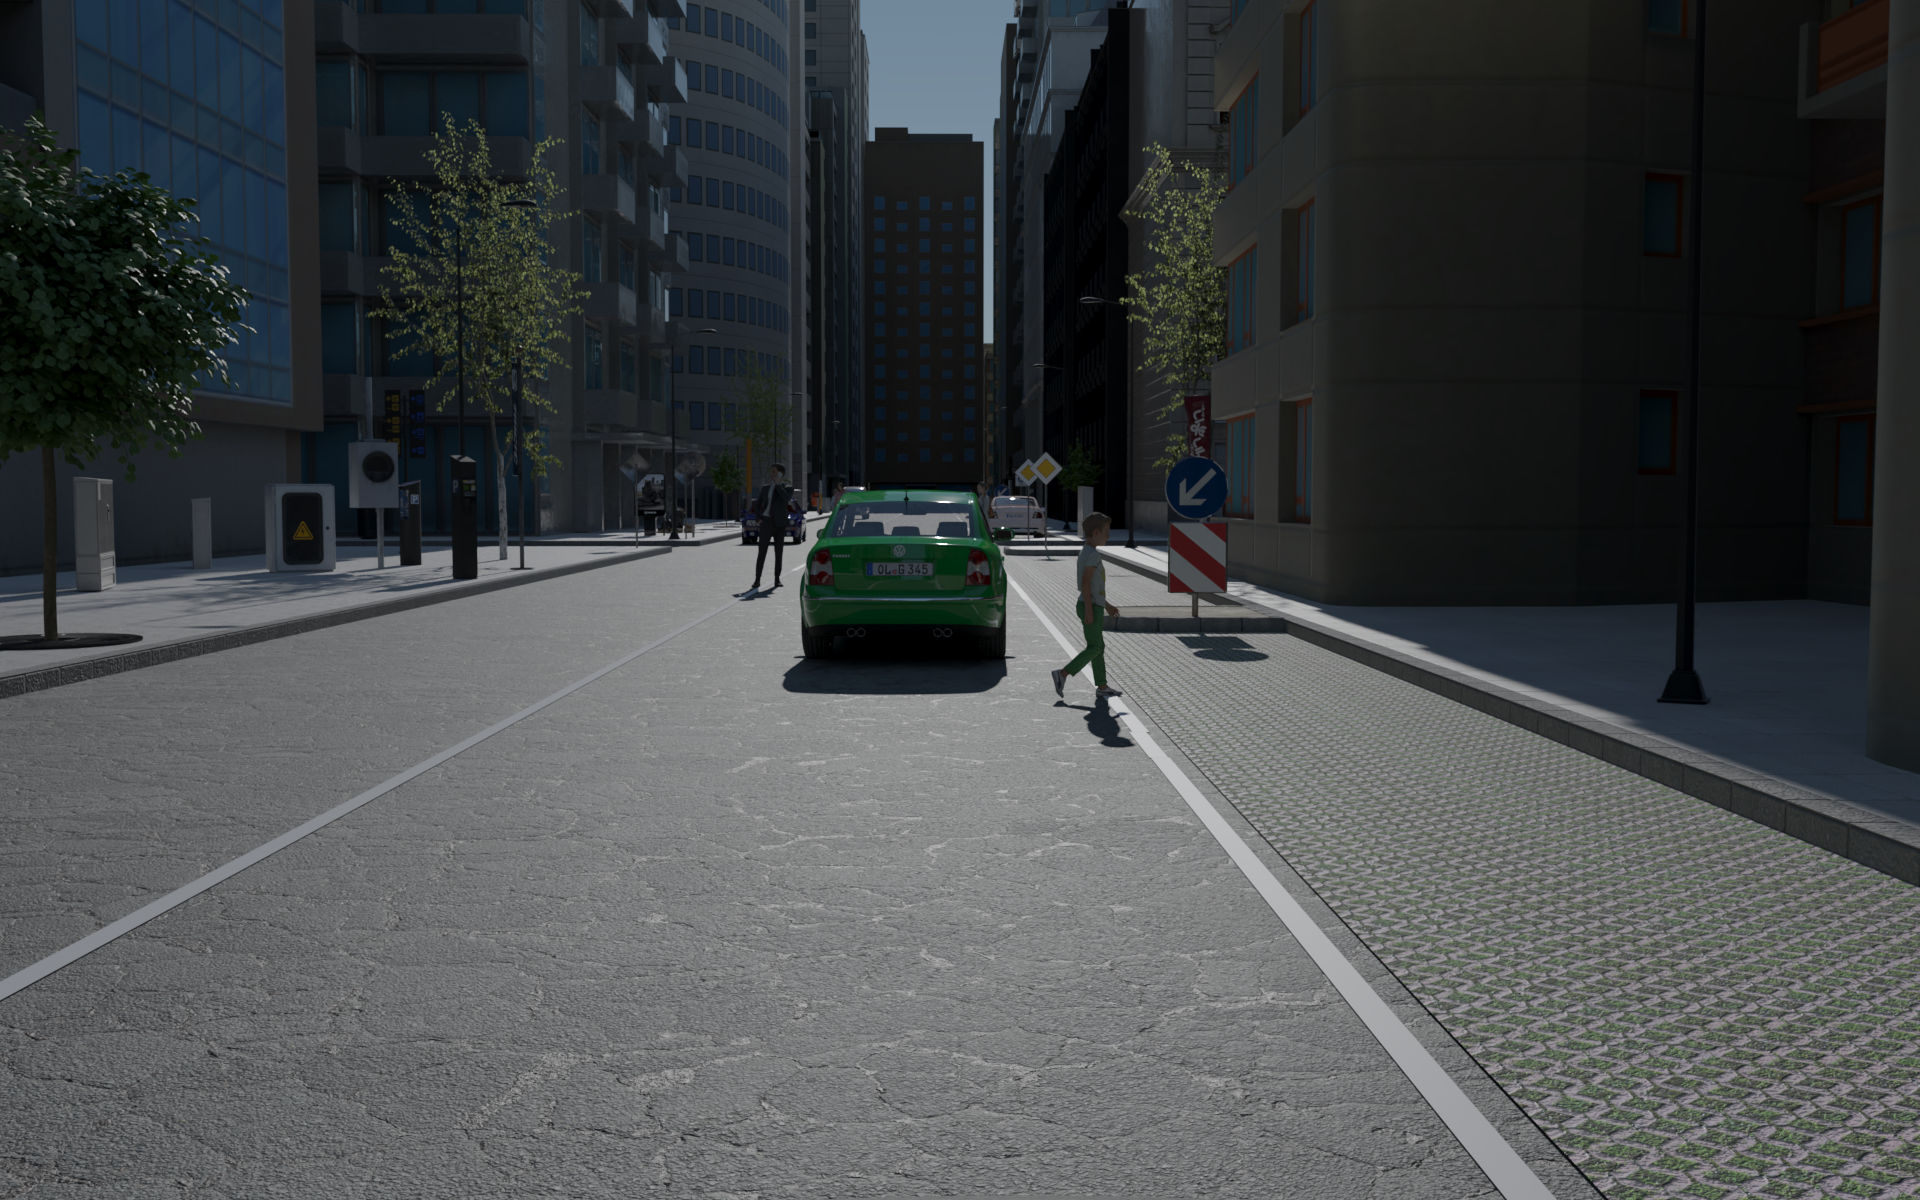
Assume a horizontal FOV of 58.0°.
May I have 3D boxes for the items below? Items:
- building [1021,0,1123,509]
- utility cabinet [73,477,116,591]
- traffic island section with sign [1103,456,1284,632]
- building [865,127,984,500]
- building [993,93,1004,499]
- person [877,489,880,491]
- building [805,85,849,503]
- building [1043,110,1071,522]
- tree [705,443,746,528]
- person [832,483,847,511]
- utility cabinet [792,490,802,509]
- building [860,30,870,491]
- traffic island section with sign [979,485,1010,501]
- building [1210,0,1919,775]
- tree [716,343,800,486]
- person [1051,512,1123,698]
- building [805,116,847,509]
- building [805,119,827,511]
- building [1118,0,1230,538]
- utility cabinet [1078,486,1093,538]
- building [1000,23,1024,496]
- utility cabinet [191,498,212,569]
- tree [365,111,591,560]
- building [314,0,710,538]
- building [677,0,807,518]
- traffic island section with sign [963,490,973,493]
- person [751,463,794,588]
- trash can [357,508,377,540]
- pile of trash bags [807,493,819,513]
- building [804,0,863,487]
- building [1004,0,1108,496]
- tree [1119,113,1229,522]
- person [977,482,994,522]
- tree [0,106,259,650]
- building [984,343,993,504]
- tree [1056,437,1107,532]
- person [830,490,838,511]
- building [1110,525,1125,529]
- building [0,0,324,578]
[{"bbox_3d":[10.120,-20.271,108.916,11.434,29.767,29.804,0,4,-1],"label":"building"},{"bbox_3d":[-11.548,-0.885,23.148,0.318,1.500,1.173,-1,4,-18],"label":"utility cabinet"},{"bbox_3d":[2.349,-0.621,18.789,1.989,1.847,2.006,0,4,-1],"label":"traffic island section with sign"},{"bbox_3d":[-4.321,-34.532,214.707,14.200,45.320,14.600,0,4,-1],"label":"building"},{"bbox_3d":[10.993,-30.214,177.586,14.154,41.232,14.086,0,4,-1],"label":"building"},{"bbox_3d":[-6.083,-7.373,129.146,1.348,1.812,0.705,0,4,1],"label":"person"},{"bbox_3d":[-18.263,-29.673,168.741,14.154,41.232,14.086,0,4,-1],"label":"building"},{"bbox_3d":[10.786,-15.698,86.340,12.332,23.373,15.834,0,4,-1],"label":"building"},{"bbox_3d":[-8.808,-4.381,66.228,1.663,3.219,1.824,0,3,0],"label":"tree"},{"bbox_3d":[-4.287,-3.265,61.888,0.555,1.821,0.388,0,4,4],"label":"person"},{"bbox_3d":[-8.330,-4.792,87.024,0.318,1.500,1.173,1,4,22],"label":"utility cabinet"},{"bbox_3d":[-25.585,-41.398,218.848,28.212,58.520,21.231,0,4,-1],"label":"building"},{"bbox_3d":[1.673,-4.006,74.133,1.989,1.847,2.006,0,4,-1],"label":"traffic island section with sign"},{"bbox_3d":[18.133,-10.318,13.736,27.650,21.520,28.899,0,4,-1],"label":"building"},{"bbox_3d":[-9.569,-8.144,83.515,4.737,8.622,4.395,0,3,0],"label":"tree"},{"bbox_3d":[0.890,0.037,12.151,0.590,1.304,0.306,-2,4,-25],"label":"person"},{"bbox_3d":[-26.273,-27.999,149.668,32.217,40.220,23.993,0,4,-1],"label":"building"},{"bbox_3d":[-17.657,-21.979,131.056,14.160,30.474,14.107,0,4,-1],"label":"building"},{"bbox_3d":[18.070,-15.780,55.272,25.104,27.353,12.463,0,4,-1],"label":"building"},{"bbox_3d":[3.671,-2.560,50.536,0.318,1.500,1.173,0,4,-3],"label":"utility cabinet"},{"bbox_3d":[10.959,-31.383,163.229,14.600,45.320,14.200,0,4,-1],"label":"building"},{"bbox_3d":[-13.119,-1.149,29.943,0.306,1.237,1.020,-1,4,-22],"label":"utility cabinet"},{"bbox_3d":[-8.997,-5.078,33.395,4.360,8.622,3.978,0,3,0],"label":"tree"},{"bbox_3d":[-22.328,-27.135,63.272,23.786,49.044,30.456,0,4,-1],"label":"building"},{"bbox_3d":[-20.754,-34.274,102.373,21.231,58.520,28.212,0,4,-1],"label":"building"},{"bbox_3d":[1.322,-5.667,101.283,1.989,1.847,2.006,0,4,-1],"label":"traffic island section with sign"},{"bbox_3d":[-2.884,-1.152,26.703,0.648,1.900,0.474,0,4,1],"label":"person"},{"bbox_3d":[-16.713,-2.281,48.946,0.748,1.137,0.748,0,3,0],"label":"trash can"},{"bbox_3d":[-11.099,-6.742,119.990,3.447,1.369,1.912,3,4,36],"label":"pile of trash bags"},{"bbox_3d":[-21.407,-45.838,187.709,20.611,71.187,20.563,0,4,-1],"label":"building"},{"bbox_3d":[15.773,-31.883,140.887,23.786,49.044,30.456,0,4,-1],"label":"building"},{"bbox_3d":[5.017,-5.148,34.526,4.360,8.622,3.978,0,3,0],"label":"tree"},{"bbox_3d":[0.500,-1.778,38.571,0.522,1.701,0.512,-1,4,-21],"label":"person"},{"bbox_3d":[-7.784,-1.896,14.717,4.285,4.588,4.351,0,3,0],"label":"tree"},{"bbox_3d":[17.518,-23.114,222.953,28.899,21.520,27.650,0,4,-1],"label":"building"},{"bbox_3d":[3.918,-3.926,58.788,1.663,3.219,1.824,0,3,0],"label":"tree"},{"bbox_3d":[-4.717,-3.386,65.672,0.330,1.601,0.589,1,4,23],"label":"person"},{"bbox_3d":[11.340,-14.700,70.024,12.332,23.373,15.834,0,4,-1],"label":"building"},{"bbox_3d":[-21.462,-23.304,31.127,14.200,45.320,14.600,0,4,-1],"label":"building"}]
